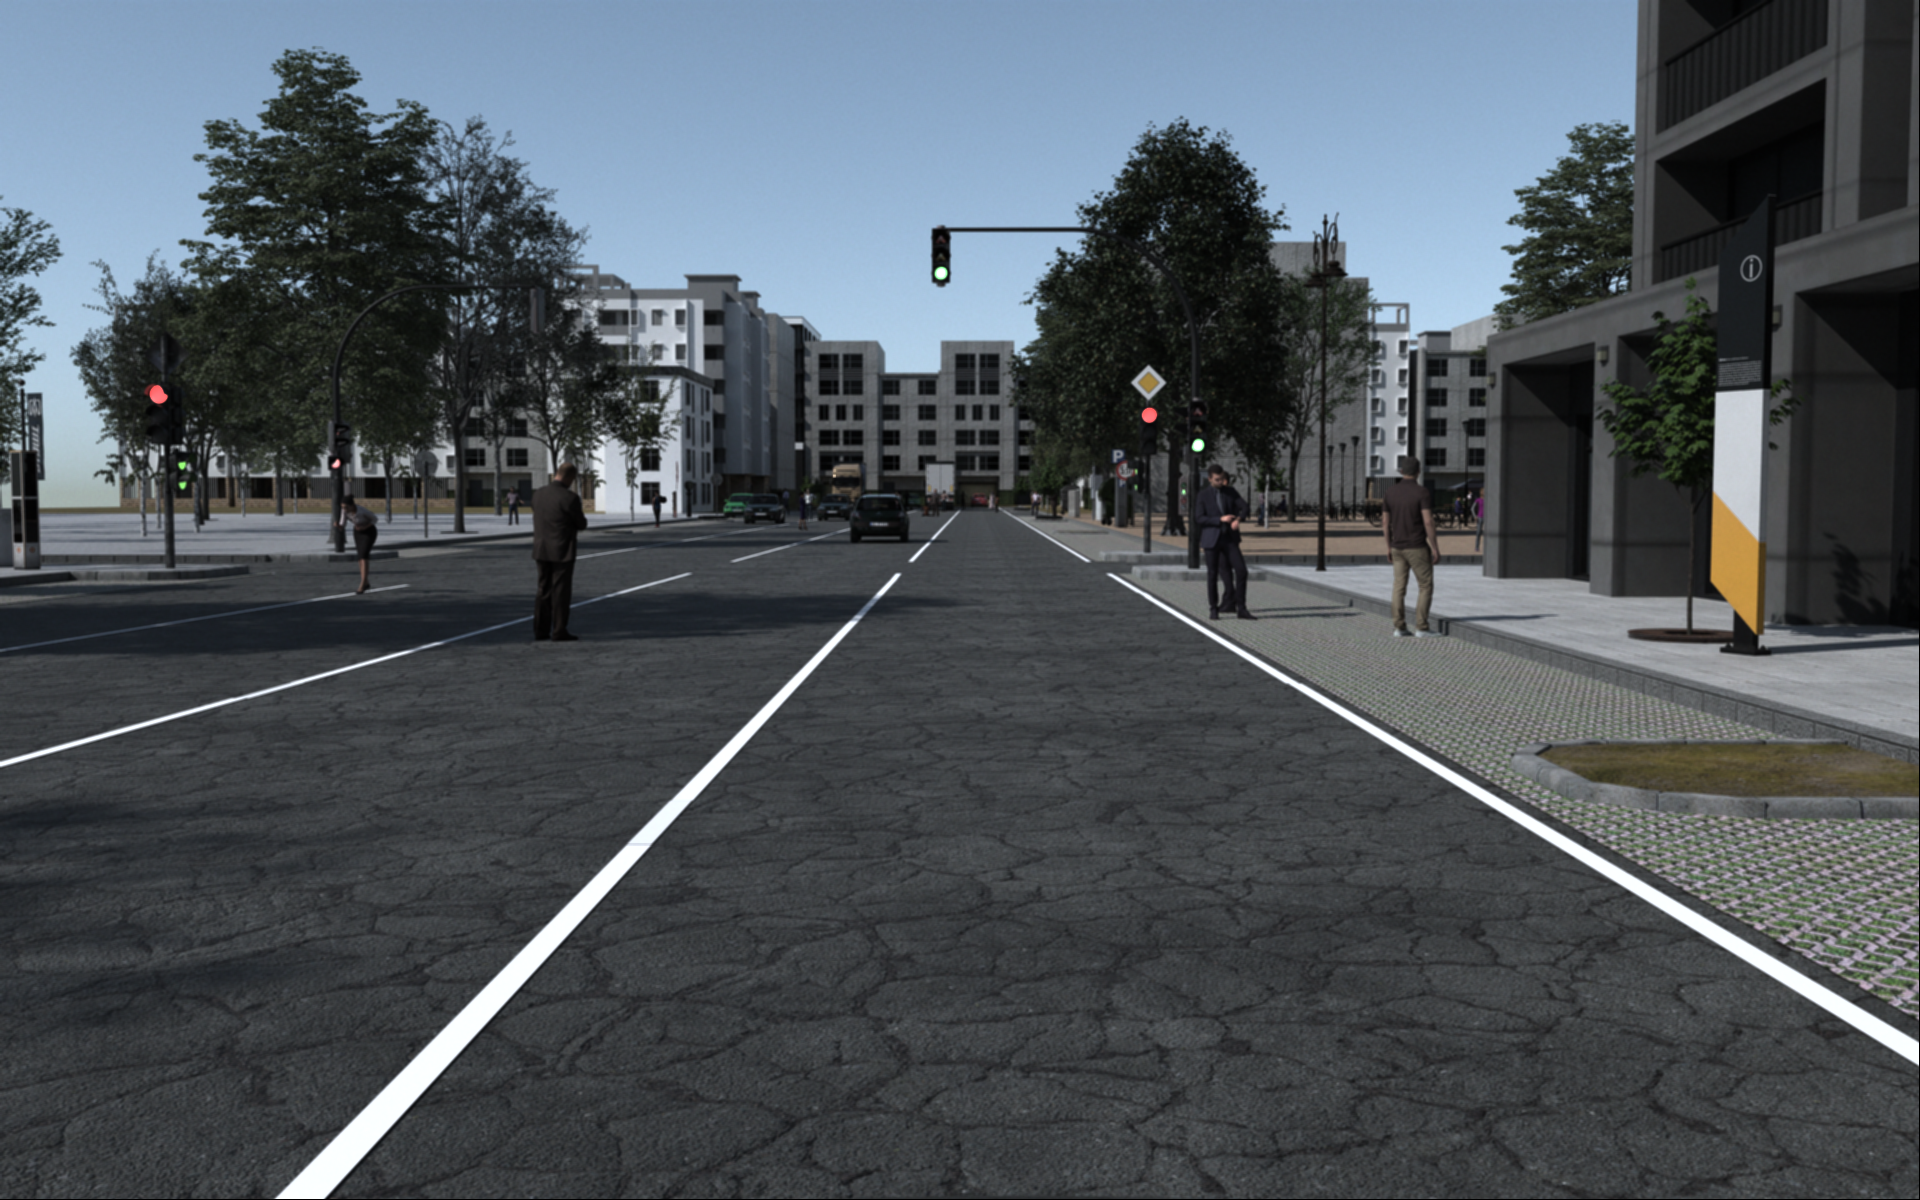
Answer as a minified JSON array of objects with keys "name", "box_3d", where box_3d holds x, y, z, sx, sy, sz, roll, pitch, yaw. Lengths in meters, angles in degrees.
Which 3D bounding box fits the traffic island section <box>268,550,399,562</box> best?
[{"name":"traffic island section","box_3d":[-13.595,-0.957,37.930,2.009,0.180,2.903,0,4,1]}]

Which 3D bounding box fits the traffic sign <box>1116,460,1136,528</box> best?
[{"name":"traffic sign","box_3d":[6.246,-3.981,65.200,0.768,2.556,0.104,1,4,10]}]

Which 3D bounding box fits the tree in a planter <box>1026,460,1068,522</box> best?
[{"name":"tree in a planter","box_3d":[4.572,-5.646,89.532,1.991,3.239,1.994,0,4,1]}]

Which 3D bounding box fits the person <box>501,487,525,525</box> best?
[{"name":"person","box_3d":[-18.473,-3.887,71.557,0.963,1.587,0.435,-1,4,-15]}]

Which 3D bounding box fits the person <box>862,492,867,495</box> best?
[{"name":"person","box_3d":[-4.157,-4.118,78.207,0.546,1.535,0.453,-1,4,-18]}]

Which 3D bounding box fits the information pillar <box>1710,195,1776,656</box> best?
[{"name":"information pillar","box_3d":[6.271,-1.377,13.868,0.183,3.616,0.504,-2,4,-24]}]

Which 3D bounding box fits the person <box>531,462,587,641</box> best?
[{"name":"person","box_3d":[-3.925,-0.478,17.000,0.565,1.739,0.600,0,4,-2]}]

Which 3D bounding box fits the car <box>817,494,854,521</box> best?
[{"name":"car","box_3d":[-6.735,-5.161,94.165,2.009,1.686,4.222,0,4,2]}]

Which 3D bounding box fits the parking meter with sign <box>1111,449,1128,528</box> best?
[{"name":"parking meter with sign","box_3d":[6.193,-4.309,66.720,0.543,3.016,1.738,0,4,-2]}]

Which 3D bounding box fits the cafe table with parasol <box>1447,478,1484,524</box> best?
[{"name":"cafe table with parasol","box_3d":[22.230,-4.288,74.972,2.610,1.966,2.610,-2,4,-30]}]

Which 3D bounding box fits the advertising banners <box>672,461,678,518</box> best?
[{"name":"advertising banners","box_3d":[-15.441,-5.977,93.908,0.090,3.025,2.074,-1,4,-16]}]

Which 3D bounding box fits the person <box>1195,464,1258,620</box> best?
[{"name":"person","box_3d":[3.021,-0.650,19.574,0.683,1.767,0.568,-1,4,-10]}]

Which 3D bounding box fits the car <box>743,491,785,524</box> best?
[{"name":"car","box_3d":[-9.494,-4.551,84.190,2.009,1.686,4.222,0,4,-1]}]

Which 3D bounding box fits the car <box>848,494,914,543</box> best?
[{"name":"car","box_3d":[-2.406,-2.597,52.249,2.009,1.686,4.222,0,4,-1]}]

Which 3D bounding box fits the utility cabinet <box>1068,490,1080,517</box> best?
[{"name":"utility cabinet","box_3d":[6.264,-5.295,95.255,0.318,1.500,1.173,-1,4,-15]}]

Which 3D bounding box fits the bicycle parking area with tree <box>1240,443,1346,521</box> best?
[{"name":"bicycle parking area with tree","box_3d":[17.078,-6.098,86.712,8.231,4.147,9.016,2,4,24]}]

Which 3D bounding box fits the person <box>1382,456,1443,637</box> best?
[{"name":"person","box_3d":[4.543,-0.534,17.354,0.434,1.807,0.598,-2,4,-33]}]

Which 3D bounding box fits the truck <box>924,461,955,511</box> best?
[{"name":"truck","box_3d":[-1.771,-10.043,153.120,2.839,4.237,11.283,0,4,-1]}]

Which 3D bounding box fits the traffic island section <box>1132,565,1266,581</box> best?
[{"name":"traffic island section","box_3d":[4.035,-0.459,29.782,2.009,0.180,2.903,0,4,1]}]

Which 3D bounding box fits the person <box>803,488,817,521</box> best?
[{"name":"person","box_3d":[-7.902,-4.979,90.637,0.841,1.734,0.376,2,4,31]}]

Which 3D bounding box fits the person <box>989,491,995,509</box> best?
[{"name":"person","box_3d":[3.089,-9.483,164.213,0.621,1.740,0.551,1,4,13]}]

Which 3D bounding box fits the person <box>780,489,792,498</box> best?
[{"name":"person","box_3d":[-15.646,-9.121,155.884,1.217,1.743,0.721,-3,4,-37]}]

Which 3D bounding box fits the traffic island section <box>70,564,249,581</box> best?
[{"name":"traffic island section","box_3d":[-13.666,-0.469,29.945,2.009,0.180,2.903,0,4,1]}]

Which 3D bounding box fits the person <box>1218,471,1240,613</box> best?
[{"name":"person","box_3d":[3.205,-0.704,20.927,0.530,1.710,0.541,3,5,44]}]

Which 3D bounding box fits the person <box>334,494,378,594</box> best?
[{"name":"person","box_3d":[-8.676,-0.806,24.874,0.628,1.438,0.799,-2,4,-23]}]

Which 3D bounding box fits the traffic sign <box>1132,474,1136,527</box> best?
[{"name":"traffic sign","box_3d":[6.833,-4.165,68.203,0.768,2.556,0.104,0,4,7]}]

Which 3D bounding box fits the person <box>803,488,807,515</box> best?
[{"name":"person","box_3d":[-10.346,-6.599,116.402,0.705,1.823,1.348,-1,4,-17]}]

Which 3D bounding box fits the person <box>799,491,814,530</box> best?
[{"name":"person","box_3d":[-6.145,-3.553,68.962,0.546,1.535,0.453,-2,4,-26]}]

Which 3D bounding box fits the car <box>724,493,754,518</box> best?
[{"name":"car","box_3d":[-12.920,-5.755,102.897,1.959,1.807,4.718,0,4,0]}]

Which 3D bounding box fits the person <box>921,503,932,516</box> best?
[{"name":"person","box_3d":[-2.232,-5.866,112.689,0.859,0.850,0.655,-1,4,-10]}]

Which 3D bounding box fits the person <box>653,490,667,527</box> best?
[{"name":"person","box_3d":[-13.076,-3.960,75.110,0.662,1.594,0.647,3,4,38]}]

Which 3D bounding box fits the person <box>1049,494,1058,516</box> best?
[{"name":"person","box_3d":[5.207,-5.381,97.161,0.600,1.739,0.565,-2,4,-28]}]

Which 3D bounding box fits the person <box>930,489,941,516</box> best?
[{"name":"person","box_3d":[-1.596,-6.258,111.364,0.434,1.755,0.990,-3,5,-43]}]

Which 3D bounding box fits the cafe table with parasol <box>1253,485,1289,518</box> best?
[{"name":"cafe table with parasol","box_3d":[17.054,-5.503,94.836,2.610,1.966,2.610,-2,4,-27]}]

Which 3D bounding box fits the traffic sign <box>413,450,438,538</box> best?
[{"name":"traffic sign","box_3d":[-15.573,-3.080,50.461,0.768,2.556,0.104,1,4,10]}]

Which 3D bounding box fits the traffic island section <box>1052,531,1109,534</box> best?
[{"name":"traffic island section","box_3d":[4.322,-2.435,62.685,1.991,0.108,1.994,0,4,1]}]

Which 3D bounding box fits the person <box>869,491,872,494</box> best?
[{"name":"person","box_3d":[-4.850,-5.103,93.804,0.662,1.594,0.647,-1,4,-11]}]

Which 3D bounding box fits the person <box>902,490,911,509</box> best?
[{"name":"person","box_3d":[-5.303,-10.008,171.756,1.348,1.869,0.705,3,4,37]}]

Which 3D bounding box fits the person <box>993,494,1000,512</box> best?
[{"name":"person","box_3d":[2.856,-7.545,135.117,0.557,1.426,1.065,-2,4,-28]}]

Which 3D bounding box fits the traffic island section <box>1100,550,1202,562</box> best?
[{"name":"traffic island section","box_3d":[4.106,-0.947,37.767,2.009,0.180,2.903,0,4,1]}]

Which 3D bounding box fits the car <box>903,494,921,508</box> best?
[{"name":"car","box_3d":[-4.972,-10.462,179.852,1.959,1.807,4.718,0,4,-1]}]

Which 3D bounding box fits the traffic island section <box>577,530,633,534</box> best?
[{"name":"traffic island section","box_3d":[-13.040,-2.469,63.231,1.991,0.108,1.994,0,4,1]}]

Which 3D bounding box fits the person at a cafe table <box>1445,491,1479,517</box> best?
[{"name":"person at a cafe table","box_3d":[26.719,-5.065,91.324,1.698,1.524,1.622,-2,4,-23]}]

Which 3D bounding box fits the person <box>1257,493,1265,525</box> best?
[{"name":"person","box_3d":[12.409,-3.842,70.819,0.435,1.587,0.963,0,4,0]}]

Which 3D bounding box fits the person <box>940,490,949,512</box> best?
[{"name":"person","box_3d":[-1.341,-8.043,140.715,1.217,1.736,0.721,3,5,40]}]

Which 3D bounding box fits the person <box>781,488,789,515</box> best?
[{"name":"person","box_3d":[-12.016,-6.745,118.646,0.599,1.838,0.709,3,4,39]}]

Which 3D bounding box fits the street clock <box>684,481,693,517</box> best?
[{"name":"street clock","box_3d":[-15.081,-5.614,96.354,0.358,2.002,0.471,2,4,35]}]

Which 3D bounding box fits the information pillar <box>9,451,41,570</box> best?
[{"name":"information pillar","box_3d":[-15.868,-1.524,29.405,0.304,2.012,0.304,2,4,26]}]

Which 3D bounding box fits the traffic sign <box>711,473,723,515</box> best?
[{"name":"traffic sign","box_3d":[-14.841,-6.456,105.659,0.768,2.556,0.104,0,4,4]}]

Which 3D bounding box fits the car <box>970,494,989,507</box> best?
[{"name":"car","box_3d":[2.108,-10.911,187.439,2.155,1.783,4.494,0,4,2]}]

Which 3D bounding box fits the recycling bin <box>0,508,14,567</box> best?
[{"name":"recycling bin","box_3d":[-17.124,-1.097,30.482,0.722,1.027,0.722,2,4,35]}]

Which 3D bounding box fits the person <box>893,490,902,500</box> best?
[{"name":"person","box_3d":[-3.183,-4.738,87.429,0.517,1.644,0.566,0,4,-5]}]

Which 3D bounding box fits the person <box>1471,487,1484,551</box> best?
[{"name":"person","box_3d":[11.723,-1.796,38.637,0.726,1.435,0.776,0,4,-1]}]

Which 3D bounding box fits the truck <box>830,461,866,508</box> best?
[{"name":"truck","box_3d":[-9.617,-9.867,150.243,2.839,4.237,11.283,0,4,-1]}]

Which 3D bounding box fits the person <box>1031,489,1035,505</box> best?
[{"name":"person","box_3d":[7.715,-10.787,182.410,0.705,1.824,1.348,2,4,30]}]

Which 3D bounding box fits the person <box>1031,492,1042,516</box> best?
[{"name":"person","box_3d":[5.052,-6.490,115.555,0.756,1.711,0.436,3,4,37]}]

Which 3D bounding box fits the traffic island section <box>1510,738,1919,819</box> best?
[{"name":"traffic island section","box_3d":[3.838,0.874,8.573,1.991,0.108,1.994,0,4,1]}]

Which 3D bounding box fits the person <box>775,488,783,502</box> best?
[{"name":"person","box_3d":[-17.315,-9.799,166.281,1.348,1.821,0.705,0,4,-3]}]

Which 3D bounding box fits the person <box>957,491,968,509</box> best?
[{"name":"person","box_3d":[0.240,-9.361,162.270,1.217,1.735,0.721,-2,4,-34]}]

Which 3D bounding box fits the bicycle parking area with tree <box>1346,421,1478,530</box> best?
[{"name":"bicycle parking area with tree","box_3d":[19.807,-4.802,65.513,9.016,4.147,8.231,1,4,19]}]
